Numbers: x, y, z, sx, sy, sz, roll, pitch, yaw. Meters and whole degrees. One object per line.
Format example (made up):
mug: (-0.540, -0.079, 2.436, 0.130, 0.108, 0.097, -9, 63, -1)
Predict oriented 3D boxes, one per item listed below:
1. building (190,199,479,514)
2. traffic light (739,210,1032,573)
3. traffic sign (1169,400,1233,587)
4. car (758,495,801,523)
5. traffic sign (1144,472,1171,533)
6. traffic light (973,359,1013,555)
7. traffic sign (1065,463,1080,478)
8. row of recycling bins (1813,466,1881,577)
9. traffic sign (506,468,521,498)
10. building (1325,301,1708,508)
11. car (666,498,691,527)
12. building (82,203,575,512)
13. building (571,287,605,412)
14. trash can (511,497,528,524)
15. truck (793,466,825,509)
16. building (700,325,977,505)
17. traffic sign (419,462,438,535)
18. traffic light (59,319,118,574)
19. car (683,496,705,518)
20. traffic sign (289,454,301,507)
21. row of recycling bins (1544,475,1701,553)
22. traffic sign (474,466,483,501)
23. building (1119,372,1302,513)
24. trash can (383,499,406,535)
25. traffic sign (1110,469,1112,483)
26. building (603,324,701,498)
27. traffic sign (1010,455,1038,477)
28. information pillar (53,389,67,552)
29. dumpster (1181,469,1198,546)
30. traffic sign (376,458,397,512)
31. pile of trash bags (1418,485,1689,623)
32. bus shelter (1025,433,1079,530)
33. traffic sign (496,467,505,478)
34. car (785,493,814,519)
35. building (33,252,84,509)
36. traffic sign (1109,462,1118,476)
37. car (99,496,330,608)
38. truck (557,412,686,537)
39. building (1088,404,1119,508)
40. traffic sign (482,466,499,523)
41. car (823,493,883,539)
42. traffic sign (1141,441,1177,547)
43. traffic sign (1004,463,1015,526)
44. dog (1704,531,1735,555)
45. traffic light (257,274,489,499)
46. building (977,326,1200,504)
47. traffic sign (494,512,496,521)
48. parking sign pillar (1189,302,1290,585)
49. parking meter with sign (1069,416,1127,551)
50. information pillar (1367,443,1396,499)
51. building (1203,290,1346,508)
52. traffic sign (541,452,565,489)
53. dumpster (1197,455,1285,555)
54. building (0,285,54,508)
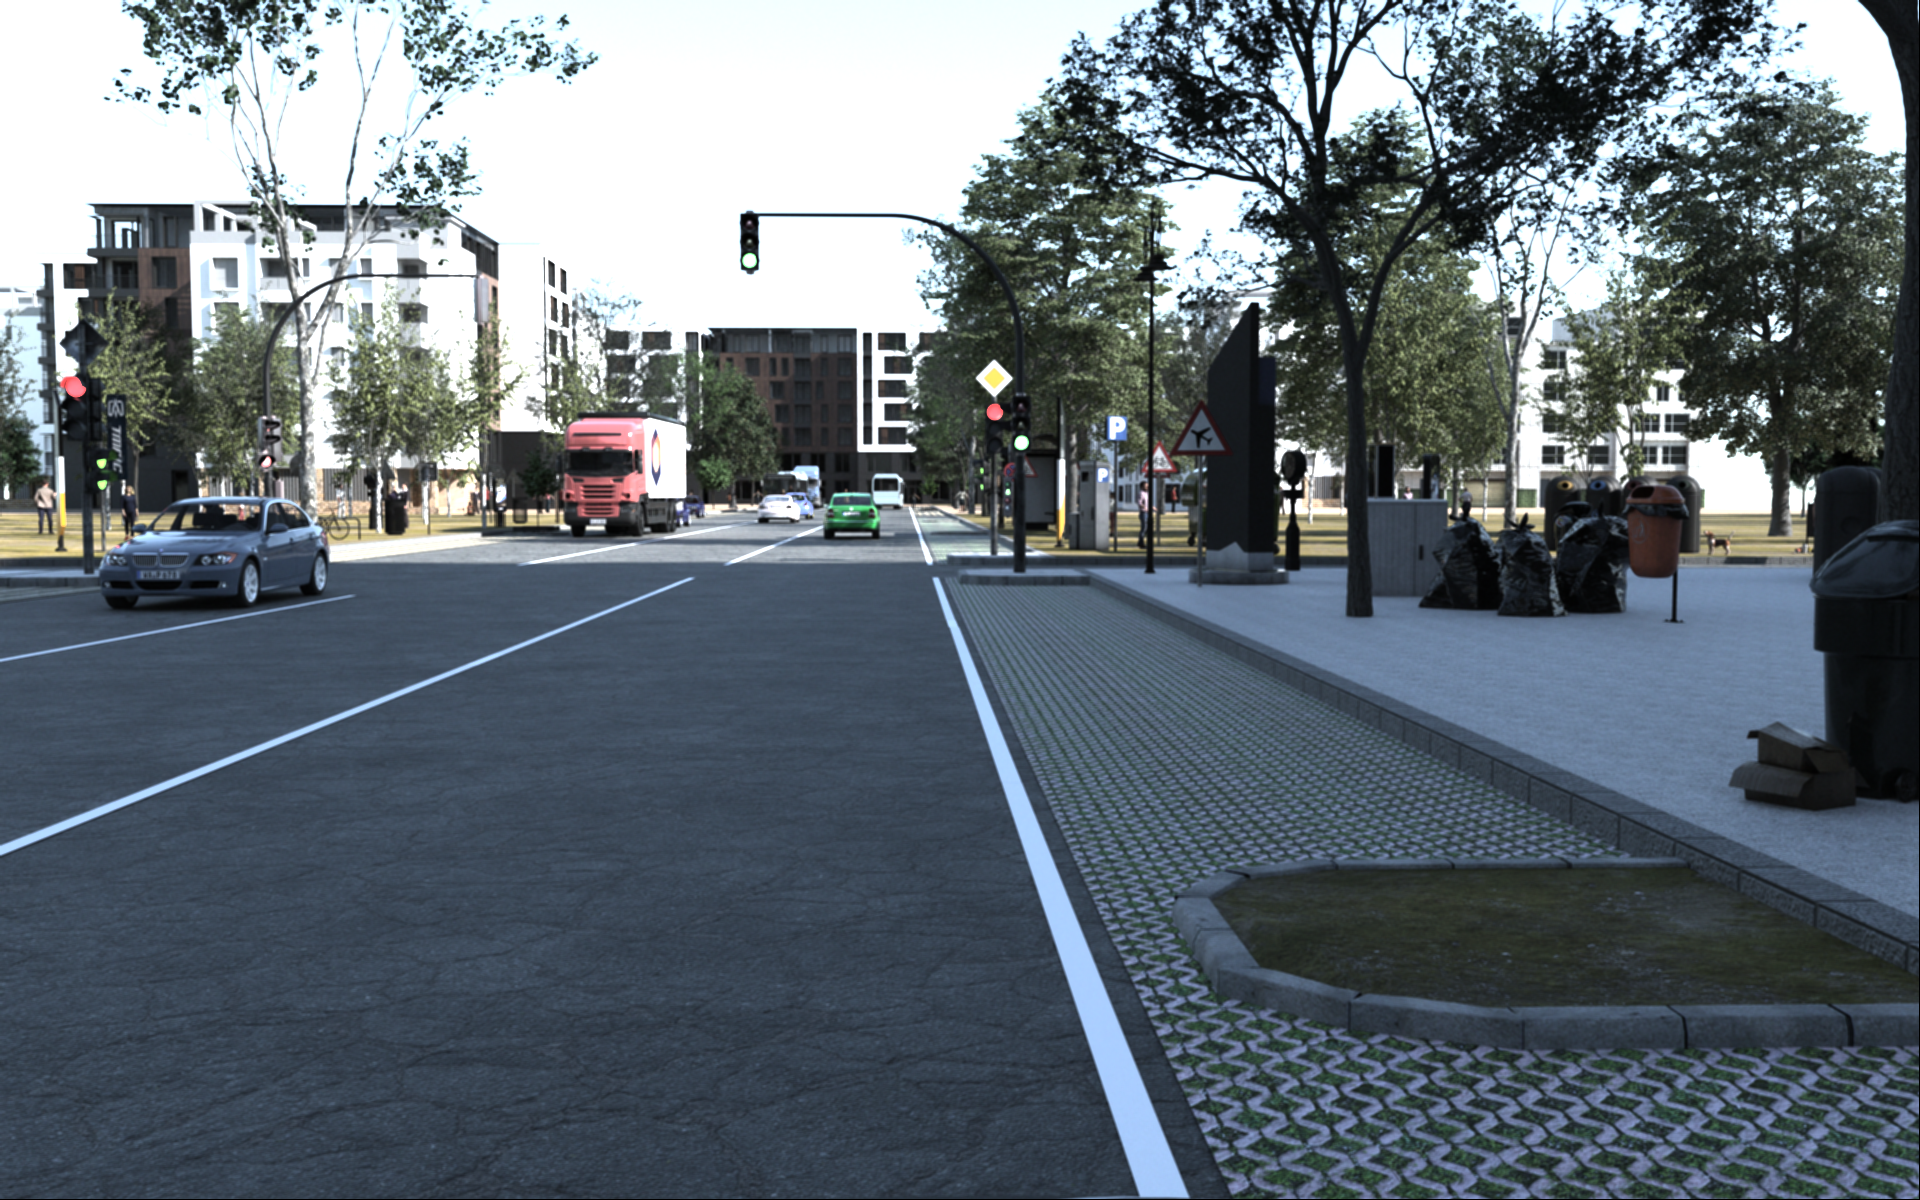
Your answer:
building: (-41.099, -15.887, 116.171, 16.016, 20.091, 11.380, 0, 4, -2)
traffic light: (-1.140, -3.265, 28.048, 4.771, 5.953, 1.251, 0, 4, -2)
traffic sign: (3.328, -1.466, 23.977, 0.884, 2.594, 0.081, 0, 4, -1)
car: (-9.050, -4.545, 86.668, 2.083, 1.381, 4.827, 0, 4, -1)
traffic sign: (6.428, -3.454, 56.484, 0.884, 2.594, 0.081, 0, 4, -2)
traffic light: (0.696, -2.894, 36.237, 0.839, 4.253, 0.868, 0, 4, -2)
traffic sign: (3.639, -3.454, 56.477, 0.884, 2.594, 0.081, 0, 4, 2)
row of recycling bins: (13.973, -1.174, 26.304, 3.534, 1.692, 1.069, -3, 5, -41)
traffic sign: (-22.293, -5.288, 86.468, 0.884, 2.594, 0.081, 0, 4, 2)
building: (52.735, -18.384, 167.028, 31.486, 18.905, 16.747, 0, 4, -2)
car: (-12.864, -3.864, 75.757, 1.945, 1.354, 3.894, 0, 4, 0)
building: (-47.845, -18.017, 138.550, 27.936, 21.610, 32.646, 0, 4, -2)
building: (-40.276, -18.869, 164.930, 11.380, 20.091, 16.016, 0, 4, -2)
trash can: (-19.182, -3.906, 75.515, 0.748, 1.137, 0.748, 0, 3, 0)
truck: (-15.049, -11.225, 173.294, 2.967, 4.110, 18.799, 0, 4, -2)
building: (-14.992, -23.182, 222.996, 32.646, 21.610, 27.936, 0, 4, -2)
traffic sign: (-16.809, -3.219, 54.763, 0.606, 2.300, 0.079, 0, 4, 2)
traffic light: (-14.006, -2.376, 27.769, 0.839, 4.253, 0.868, 0, 4, -2)
car: (-16.284, -5.581, 103.828, 1.945, 1.354, 3.894, 0, 4, -3)
traffic sign: (-20.882, -3.352, 54.904, 0.768, 2.556, 0.104, 0, 4, 4)
row of recycling bins: (14.811, -1.939, 38.819, 3.534, 1.692, 1.069, 3, 5, 44)
traffic sign: (-21.625, -4.788, 78.397, 0.768, 2.556, 0.104, 0, 4, 2)
building: (18.641, -11.647, 132.580, 9.099, 9.664, 28.070, 0, 4, -2)
trash can: (-17.758, -2.615, 54.410, 0.748, 1.137, 0.748, 0, 3, 0)
traffic sign: (5.766, -4.088, 68.974, 0.606, 2.300, 0.079, 0, 4, 7)
building: (-48.102, -23.089, 221.484, 32.646, 21.610, 27.936, 0, 4, -2)
traffic sign: (1.992, -3.310, 54.120, 0.884, 2.594, 0.081, 0, 4, 6)
information pillar: (-20.098, -2.893, 38.649, 0.183, 3.616, 0.504, -3, 4, -38)
dumpster: (6.273, -2.428, 42.188, 1.502, 2.255, 1.985, 0, 4, -2)
traffic sign: (-20.927, -3.855, 63.040, 0.884, 2.594, 0.081, 0, 4, 7)
pile of trash bags: (6.499, -0.540, 18.585, 1.912, 1.369, 3.447, -1, 4, -18)
bus shelter: (2.875, -4.038, 59.945, 2.014, 3.302, 5.546, 0, 4, -2)
traffic sign: (-21.518, -4.921, 80.572, 0.768, 2.556, 0.104, 0, 4, 8)
car: (-9.322, -5.468, 98.989, 1.945, 1.707, 3.694, 0, 3, 0)
building: (-62.068, -19.179, 157.546, 32.646, 21.610, 27.936, 0, 4, -2)
traffic sign: (6.026, -4.304, 70.098, 0.795, 2.593, 0.064, 0, 4, 5)
car: (-9.880, -0.691, 23.294, 2.014, 1.417, 4.499, 0, 4, -3)
truck: (-11.838, -4.439, 61.496, 2.839, 4.237, 11.283, 0, 3, 0)
building: (17.685, -13.360, 160.581, 9.099, 9.664, 28.070, 0, 4, -2)
traffic sign: (-20.983, -4.729, 77.424, 0.768, 2.556, 0.104, 0, 4, 7)
car: (-3.499, -2.913, 56.429, 1.959, 1.807, 4.718, 0, 4, -2)
traffic sign: (4.840, -2.577, 42.141, 0.884, 2.594, 0.081, 0, 4, -1)
traffic sign: (2.127, -4.224, 69.167, 0.768, 2.556, 0.104, 0, 4, 8)
dog: (15.973, -1.200, 36.450, 0.540, 0.507, 0.406, -3, 5, -40)
traffic light: (-12.170, -3.742, 35.851, 4.771, 5.953, 1.251, 0, 4, -2)
building: (18.024, -23.249, 224.095, 32.646, 21.610, 27.936, 0, 4, -2)
traffic sign: (-21.975, -4.996, 81.784, 0.768, 2.556, 0.104, 0, 3, 0)
parking sign pillar: (4.048, -2.236, 25.027, 1.447, 3.967, 1.447, -1, 4, -19)
parking meter with sign: (3.078, -2.643, 39.474, 0.543, 3.016, 1.738, -2, 4, -29)
information pillar: (6.101, -1.262, 25.118, 0.304, 2.012, 0.304, -1, 4, -11)
building: (29.828, -18.995, 166.986, 11.380, 20.091, 16.016, 0, 4, -2)
traffic sign: (-19.377, -5.553, 84.670, 2.265, 3.308, 0.079, 0, 4, 7)
dumpster: (6.099, -2.130, 37.325, 1.502, 2.255, 1.985, 0, 4, -2)
building: (-84.271, -18.767, 163.262, 11.380, 20.091, 16.016, 0, 4, -2)
